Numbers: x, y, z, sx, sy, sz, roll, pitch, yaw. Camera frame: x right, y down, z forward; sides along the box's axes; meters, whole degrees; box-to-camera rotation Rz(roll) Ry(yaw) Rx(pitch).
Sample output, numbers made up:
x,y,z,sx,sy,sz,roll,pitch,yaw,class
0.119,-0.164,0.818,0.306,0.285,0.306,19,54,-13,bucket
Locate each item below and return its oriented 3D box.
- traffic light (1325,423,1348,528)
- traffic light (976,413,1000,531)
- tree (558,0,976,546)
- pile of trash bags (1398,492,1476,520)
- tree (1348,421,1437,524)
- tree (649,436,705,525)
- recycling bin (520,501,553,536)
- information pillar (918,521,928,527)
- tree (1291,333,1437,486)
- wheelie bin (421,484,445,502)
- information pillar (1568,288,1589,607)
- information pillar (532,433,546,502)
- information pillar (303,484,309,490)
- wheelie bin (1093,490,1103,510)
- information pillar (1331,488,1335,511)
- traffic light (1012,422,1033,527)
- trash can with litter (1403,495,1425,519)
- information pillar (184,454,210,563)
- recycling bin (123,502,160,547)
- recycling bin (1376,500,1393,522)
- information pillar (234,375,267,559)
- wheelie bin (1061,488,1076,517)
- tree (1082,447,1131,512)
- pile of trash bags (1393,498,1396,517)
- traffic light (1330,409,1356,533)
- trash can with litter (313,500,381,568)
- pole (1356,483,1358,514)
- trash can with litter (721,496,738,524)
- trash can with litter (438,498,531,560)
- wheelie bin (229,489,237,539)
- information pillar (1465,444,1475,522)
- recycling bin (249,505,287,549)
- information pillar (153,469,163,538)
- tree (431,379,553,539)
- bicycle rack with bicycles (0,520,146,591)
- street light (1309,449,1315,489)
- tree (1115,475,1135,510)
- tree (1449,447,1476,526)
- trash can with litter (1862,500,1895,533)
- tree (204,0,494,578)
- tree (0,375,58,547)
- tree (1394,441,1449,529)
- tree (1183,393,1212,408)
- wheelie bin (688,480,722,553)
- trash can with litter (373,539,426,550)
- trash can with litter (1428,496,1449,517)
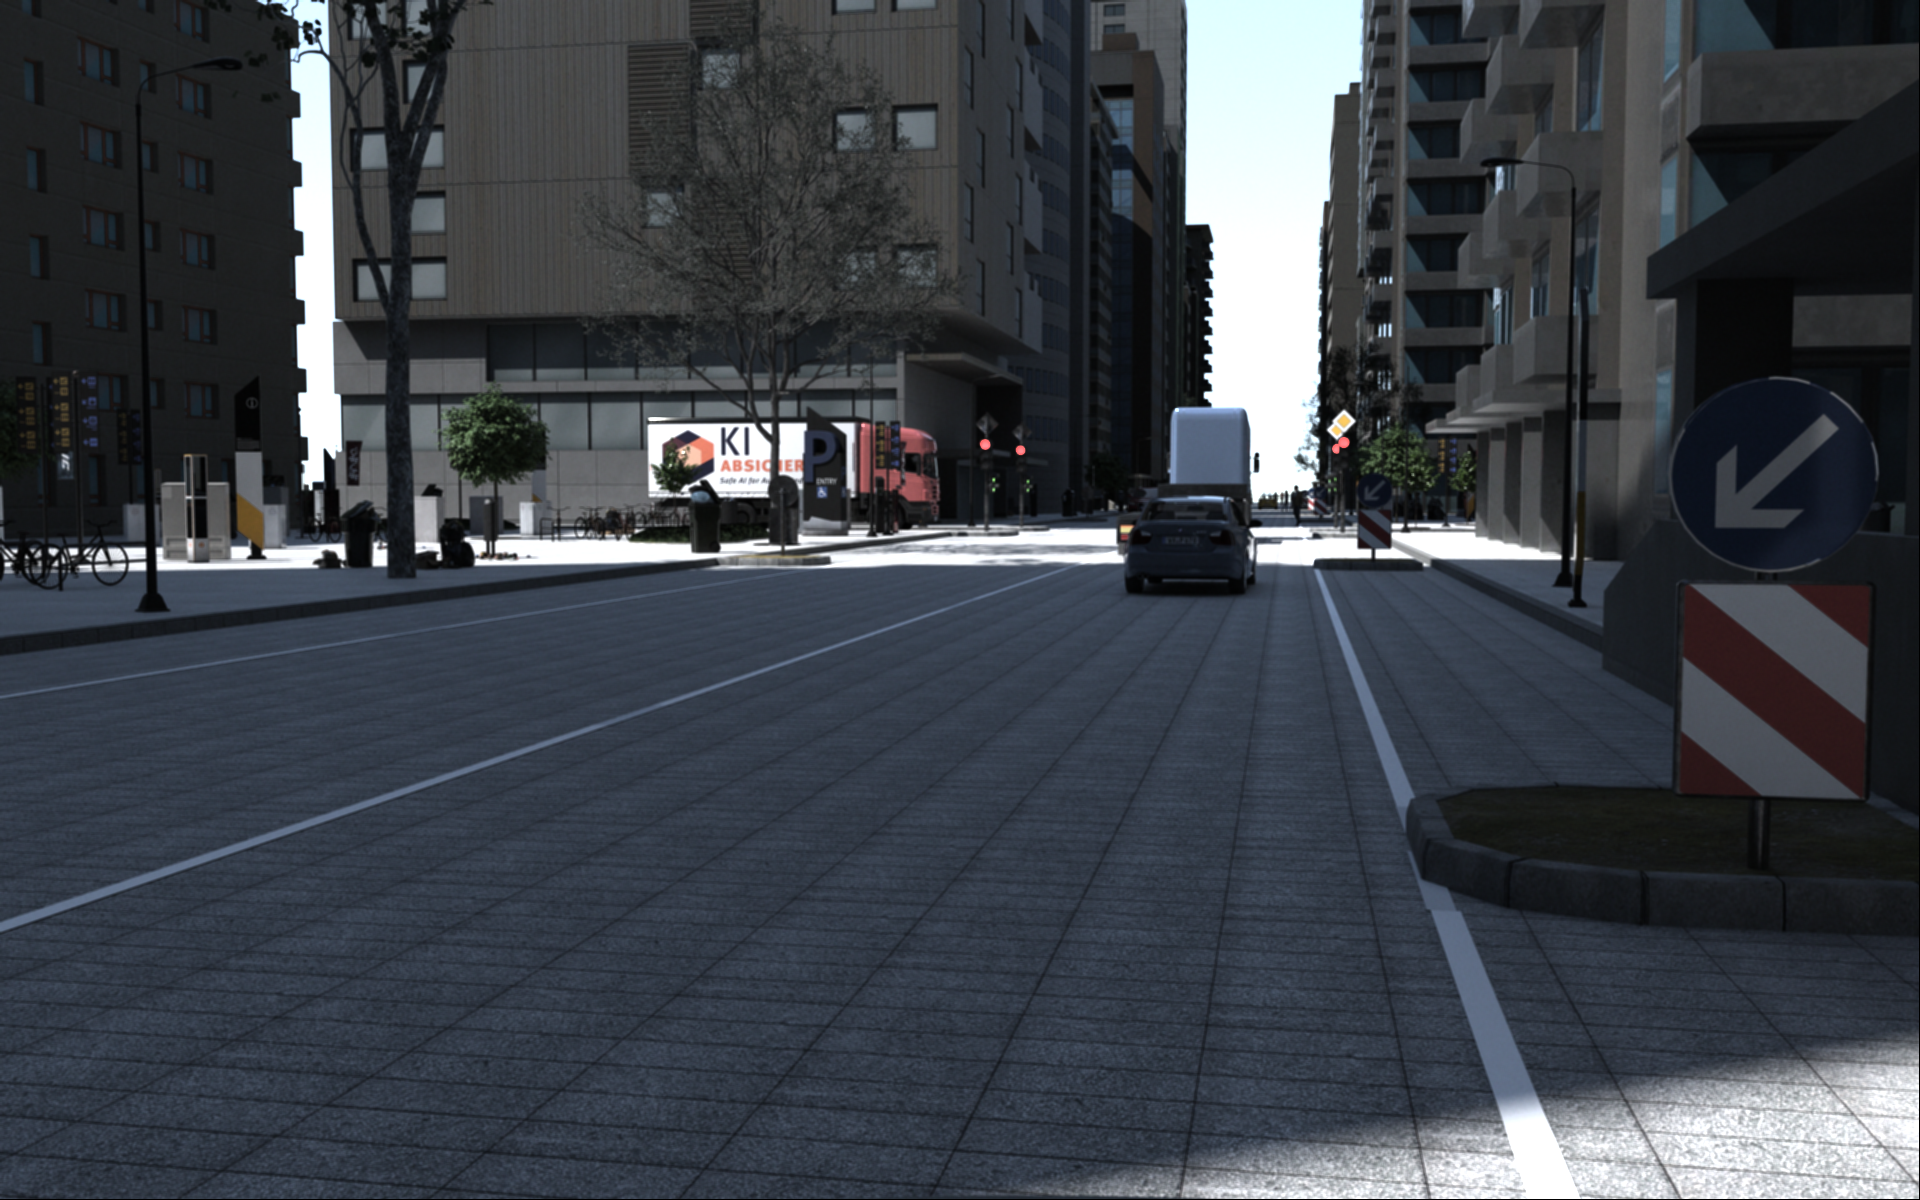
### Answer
x,y,z,sx,sy,sz,roll,pitch,yaw,class
14.177,-4.670,65.282,0.839,4.253,0.868,1,4,11,traffic light
0.935,-4.325,59.636,0.839,4.253,0.868,1,4,11,traffic light
-4.711,-8.102,42.831,12.009,13.543,11.850,0,3,0,tree
23.528,-4.602,84.992,3.447,1.369,1.912,2,4,24,pile of trash bags
19.207,-5.629,75.748,4.285,4.588,4.351,0,3,0,tree
-9.699,-3.887,58.151,1.663,3.219,1.824,0,3,0,tree
-13.201,-2.531,53.938,0.722,1.027,0.722,2,4,34,recycling bin
-1.385,-4.652,67.419,0.504,3.616,0.183,2,4,35,information pillar
23.383,-10.105,99.633,8.767,10.594,7.601,2,4,24,tree
-16.757,-2.880,54.992,0.693,1.594,0.980,-2,4,-35,wheelie bin
7.025,-1.727,19.588,0.183,3.616,0.504,1,4,16,information pillar
-14.333,-4.139,59.024,0.504,3.616,0.183,-2,4,-24,information pillar
-48.187,-7.535,127.691,0.304,2.012,0.304,1,4,22,information pillar
10.710,-7.828,135.897,0.980,1.594,0.693,0,4,-1,wheelie bin
27.781,-7.584,128.490,0.304,2.012,0.304,-3,5,-44,information pillar
2.420,-4.805,67.482,0.839,4.253,0.868,1,4,11,traffic light
23.455,-4.725,88.308,1.678,1.210,2.233,1,4,16,trash can with litter
-14.228,-1.701,32.300,0.304,2.012,0.304,3,5,42,information pillar
-20.006,-1.821,42.334,0.722,1.027,0.722,-2,4,-34,recycling bin
19.591,-4.125,79.995,0.722,1.027,0.722,0,4,6,recycling bin
-13.971,-2.613,34.077,0.504,3.616,0.183,-1,4,-14,information pillar
6.126,-5.491,97.692,0.693,1.594,0.980,1,4,17,wheelie bin
10.330,-8.447,121.825,4.285,4.588,4.351,0,3,0,tree
24.398,-5.389,97.869,1.912,1.369,3.447,0,4,-5,pile of trash bags
12.692,-4.191,57.435,0.839,4.253,0.868,1,4,11,traffic light
-10.674,-1.148,30.151,1.055,1.170,0.624,-3,5,-44,trash can with litter
25.354,-7.124,110.325,0.158,3.312,0.155,0,3,0,pole
-6.667,-2.567,53.032,2.233,1.210,1.678,-1,4,-10,trash can with litter
-9.311,-1.417,34.232,1.678,1.210,2.233,-2,4,-27,trash can with litter
-20.987,-2.529,49.253,0.980,1.594,0.693,3,5,44,wheelie bin
23.727,-5.450,80.465,0.504,3.616,0.183,-3,4,-39,information pillar
-16.255,-1.719,40.653,0.722,1.027,0.722,-1,4,-11,recycling bin
-23.691,-2.839,50.914,0.304,2.012,0.304,1,4,8,information pillar
-13.390,-4.026,49.540,4.285,4.588,4.351,0,3,0,tree
-12.750,-0.640,23.852,2.852,0.926,2.925,1,4,14,bicycle rack with bicycles
37.307,-12.683,179.902,1.470,5.913,1.316,1,4,11,street light
12.872,-8.778,138.116,1.663,3.219,1.824,0,3,0,tree
20.865,-4.656,70.720,1.663,3.219,1.824,0,3,0,tree
10.987,-0.585,20.615,1.678,1.210,2.233,0,4,1,trash can with litter
-7.504,-10.464,26.978,12.611,20.169,13.585,0,3,0,tree
-23.825,-3.582,42.276,4.285,4.588,4.351,0,3,0,tree
16.725,-4.236,63.866,1.663,3.219,1.824,0,3,0,tree
28.279,-18.968,216.777,9.857,13.997,8.962,0,3,0,tree
-5.580,-1.828,37.800,0.693,1.594,0.980,-1,4,-20,wheelie bin
-13.352,-1.793,40.377,1.678,1.210,2.233,-1,4,-15,trash can with litter
25.194,-4.879,91.152,1.055,1.170,0.624,1,4,12,trash can with litter
